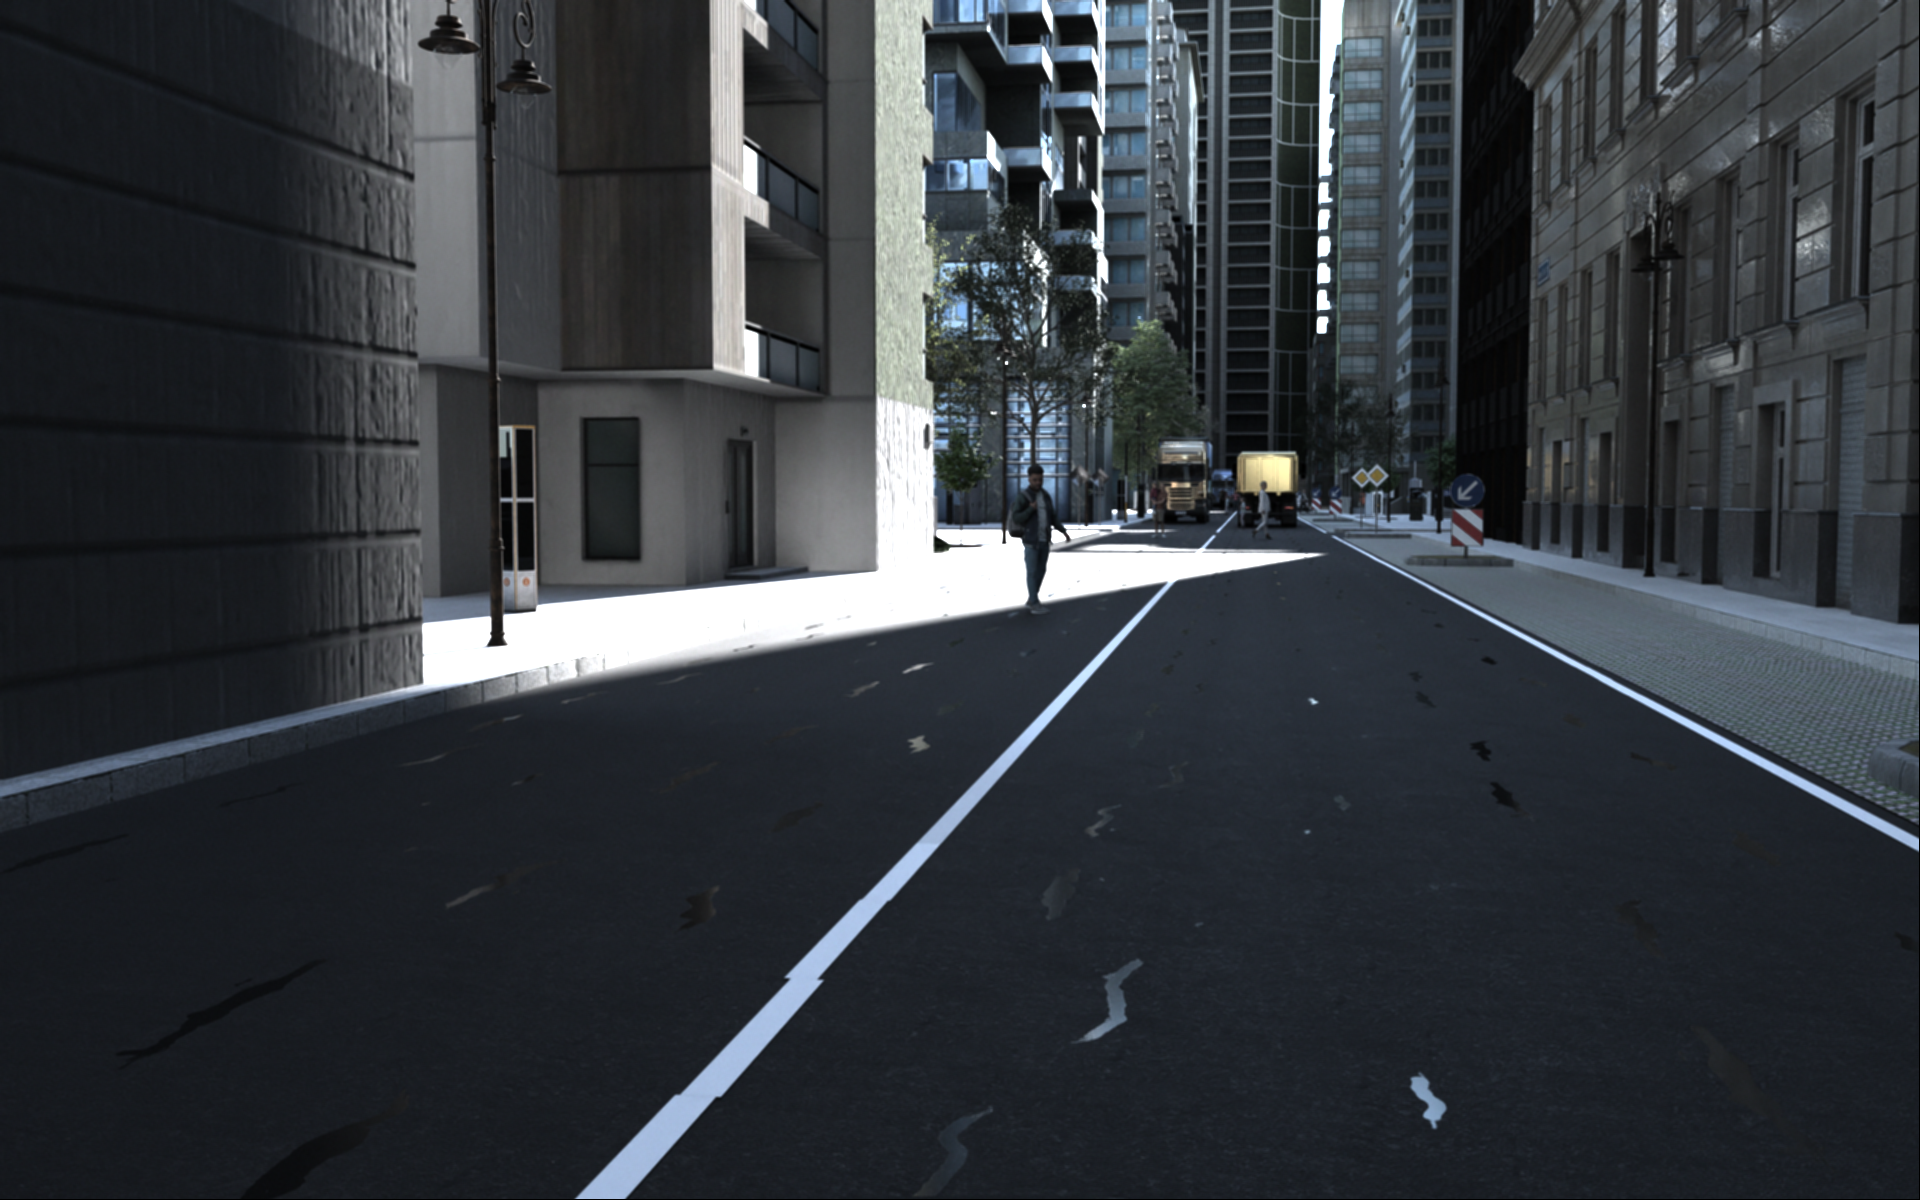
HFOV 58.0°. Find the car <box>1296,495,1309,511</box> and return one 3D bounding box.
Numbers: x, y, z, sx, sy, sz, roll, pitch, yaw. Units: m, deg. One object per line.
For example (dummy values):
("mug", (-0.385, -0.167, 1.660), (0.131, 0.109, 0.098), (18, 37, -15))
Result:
("car", (29.557, -8.525, 151.750), (2.083, 1.381, 4.827), (0, 4, 8))

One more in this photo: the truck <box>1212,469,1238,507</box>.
("truck", (29.968, -12.555, 195.033), (2.967, 4.110, 18.799), (1, 4, 11))

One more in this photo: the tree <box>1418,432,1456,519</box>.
("tree", (25.762, -6.553, 90.848), (4.285, 4.588, 4.351), (0, 3, 0))

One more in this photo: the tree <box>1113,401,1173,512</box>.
("tree", (12.932, -10.473, 121.598), (4.360, 8.622, 3.978), (0, 3, 0))

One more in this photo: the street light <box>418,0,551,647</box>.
("street light", (-3.912, -2.550, 14.475), (0.468, 5.910, 1.993), (1, 4, 10))

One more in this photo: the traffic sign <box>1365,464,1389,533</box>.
("traffic sign", (13.758, -3.275, 57.189), (0.795, 2.450, 0.064), (1, 4, 10))

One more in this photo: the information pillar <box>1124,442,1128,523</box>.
("information pillar", (7.487, -5.307, 78.125), (0.183, 3.616, 0.504), (0, 4, 3))

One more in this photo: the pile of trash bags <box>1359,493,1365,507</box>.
("pile of trash bags", (30.644, -7.690, 135.486), (3.447, 1.369, 1.912), (-3, 5, -42))

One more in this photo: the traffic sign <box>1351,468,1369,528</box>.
("traffic sign", (15.089, -3.757, 65.063), (0.795, 2.450, 0.064), (1, 4, 10))

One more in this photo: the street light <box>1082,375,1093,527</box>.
("street light", (4.901, -5.761, 66.974), (0.468, 5.910, 1.993), (1, 4, 10))

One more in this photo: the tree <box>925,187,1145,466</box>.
("tree", (2.066, -7.277, 53.393), (7.601, 10.594, 8.767), (0, 4, -6))

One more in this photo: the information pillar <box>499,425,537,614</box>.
("information pillar", (-4.797, -0.871, 18.728), (0.304, 2.012, 0.304), (2, 4, 35))

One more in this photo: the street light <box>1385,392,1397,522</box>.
("street light", (19.577, -6.490, 78.902), (0.468, 5.910, 1.993), (1, 4, 10))

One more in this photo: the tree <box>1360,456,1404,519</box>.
("tree", (21.626, -5.723, 88.176), (1.663, 3.219, 1.824), (0, 3, 0))

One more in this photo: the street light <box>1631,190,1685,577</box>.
("street light", (10.709, -3.299, 26.729), (0.468, 5.910, 1.993), (1, 4, 10))

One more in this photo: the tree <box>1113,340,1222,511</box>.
("tree", (15.082, -13.719, 134.672), (12.009, 13.543, 11.850), (0, 3, 0))

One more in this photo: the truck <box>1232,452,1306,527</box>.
("truck", (13.877, -5.020, 77.996), (3.469, 3.379, 9.791), (1, 4, 10))

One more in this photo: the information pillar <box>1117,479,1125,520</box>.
("information pillar", (8.089, -5.044, 86.968), (0.304, 2.012, 0.304), (3, 5, 41))

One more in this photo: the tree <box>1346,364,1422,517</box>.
("tree", (24.022, -9.071, 98.681), (4.360, 8.622, 3.978), (0, 3, 0))

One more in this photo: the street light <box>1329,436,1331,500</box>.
("street light", (29.584, -10.132, 138.439), (0.468, 5.910, 1.993), (1, 4, 10))

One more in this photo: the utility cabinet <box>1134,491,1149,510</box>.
("utility cabinet", (14.046, -7.671, 134.092), (1.173, 1.500, 0.318), (-1, 4, -21))

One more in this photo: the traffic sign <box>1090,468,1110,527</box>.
("traffic sign", (5.385, -3.858, 66.718), (0.795, 2.450, 0.064), (1, 4, 10))

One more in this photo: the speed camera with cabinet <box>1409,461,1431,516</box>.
("speed camera with cabinet", (27.798, -6.652, 103.102), (2.038, 3.252, 0.660), (2, 4, 26))

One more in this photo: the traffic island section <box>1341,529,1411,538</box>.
("traffic island section", (13.782, -2.140, 57.262), (2.009, 0.180, 2.903), (1, 4, 10))

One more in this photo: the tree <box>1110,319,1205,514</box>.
("tree", (11.971, -11.873, 112.244), (7.486, 12.596, 7.792), (0, 3, 0))

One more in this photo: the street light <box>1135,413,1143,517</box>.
("street light", (9.947, -7.564, 96.461), (0.468, 5.910, 1.993), (1, 4, 10))

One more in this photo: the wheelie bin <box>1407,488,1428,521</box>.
("wheelie bin", (22.023, -4.621, 83.456), (0.980, 1.594, 0.693), (1, 4, 17))

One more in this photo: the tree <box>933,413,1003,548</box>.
("tree", (-0.068, -2.881, 41.701), (1.663, 3.219, 1.824), (0, 3, 0))

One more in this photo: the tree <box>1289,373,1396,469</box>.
("tree", (29.469, -12.093, 132.131), (8.767, 10.594, 7.601), (0, 4, 6))

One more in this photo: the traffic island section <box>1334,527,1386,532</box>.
("traffic island section", (15.114, -2.621, 65.136), (2.009, 0.180, 2.903), (1, 4, 10))

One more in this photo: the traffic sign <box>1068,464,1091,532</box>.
("traffic sign", (4.054, -3.376, 58.844), (0.795, 2.450, 0.064), (1, 4, 10))

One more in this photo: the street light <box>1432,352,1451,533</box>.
("street light", (15.662, -5.118, 56.464), (0.468, 5.910, 1.993), (1, 4, 10))

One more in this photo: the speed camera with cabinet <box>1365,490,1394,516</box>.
("speed camera with cabinet", (24.829, -6.611, 102.426), (2.038, 3.252, 0.660), (-3, 4, -38))

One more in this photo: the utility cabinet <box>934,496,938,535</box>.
("utility cabinet", (-1.161, -2.342, 49.450), (1.020, 1.237, 0.306), (-1, 4, -21))

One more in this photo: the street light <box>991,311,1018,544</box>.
("street light", (1.128, -4.353, 43.963), (0.468, 5.910, 1.993), (1, 4, 10))

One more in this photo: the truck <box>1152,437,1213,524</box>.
("truck", (11.391, -6.038, 87.629), (2.839, 4.237, 11.283), (1, 4, 10))

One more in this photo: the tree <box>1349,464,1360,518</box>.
("tree", (22.244, -6.118, 94.636), (1.663, 3.219, 1.824), (0, 3, 0))

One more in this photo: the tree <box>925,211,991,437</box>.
("tree", (-1.234, -5.846, 45.951), (4.360, 8.622, 3.978), (0, 3, 0))

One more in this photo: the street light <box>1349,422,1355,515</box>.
("street light", (24.570, -8.298, 108.456), (0.468, 5.910, 1.993), (1, 4, 10))
